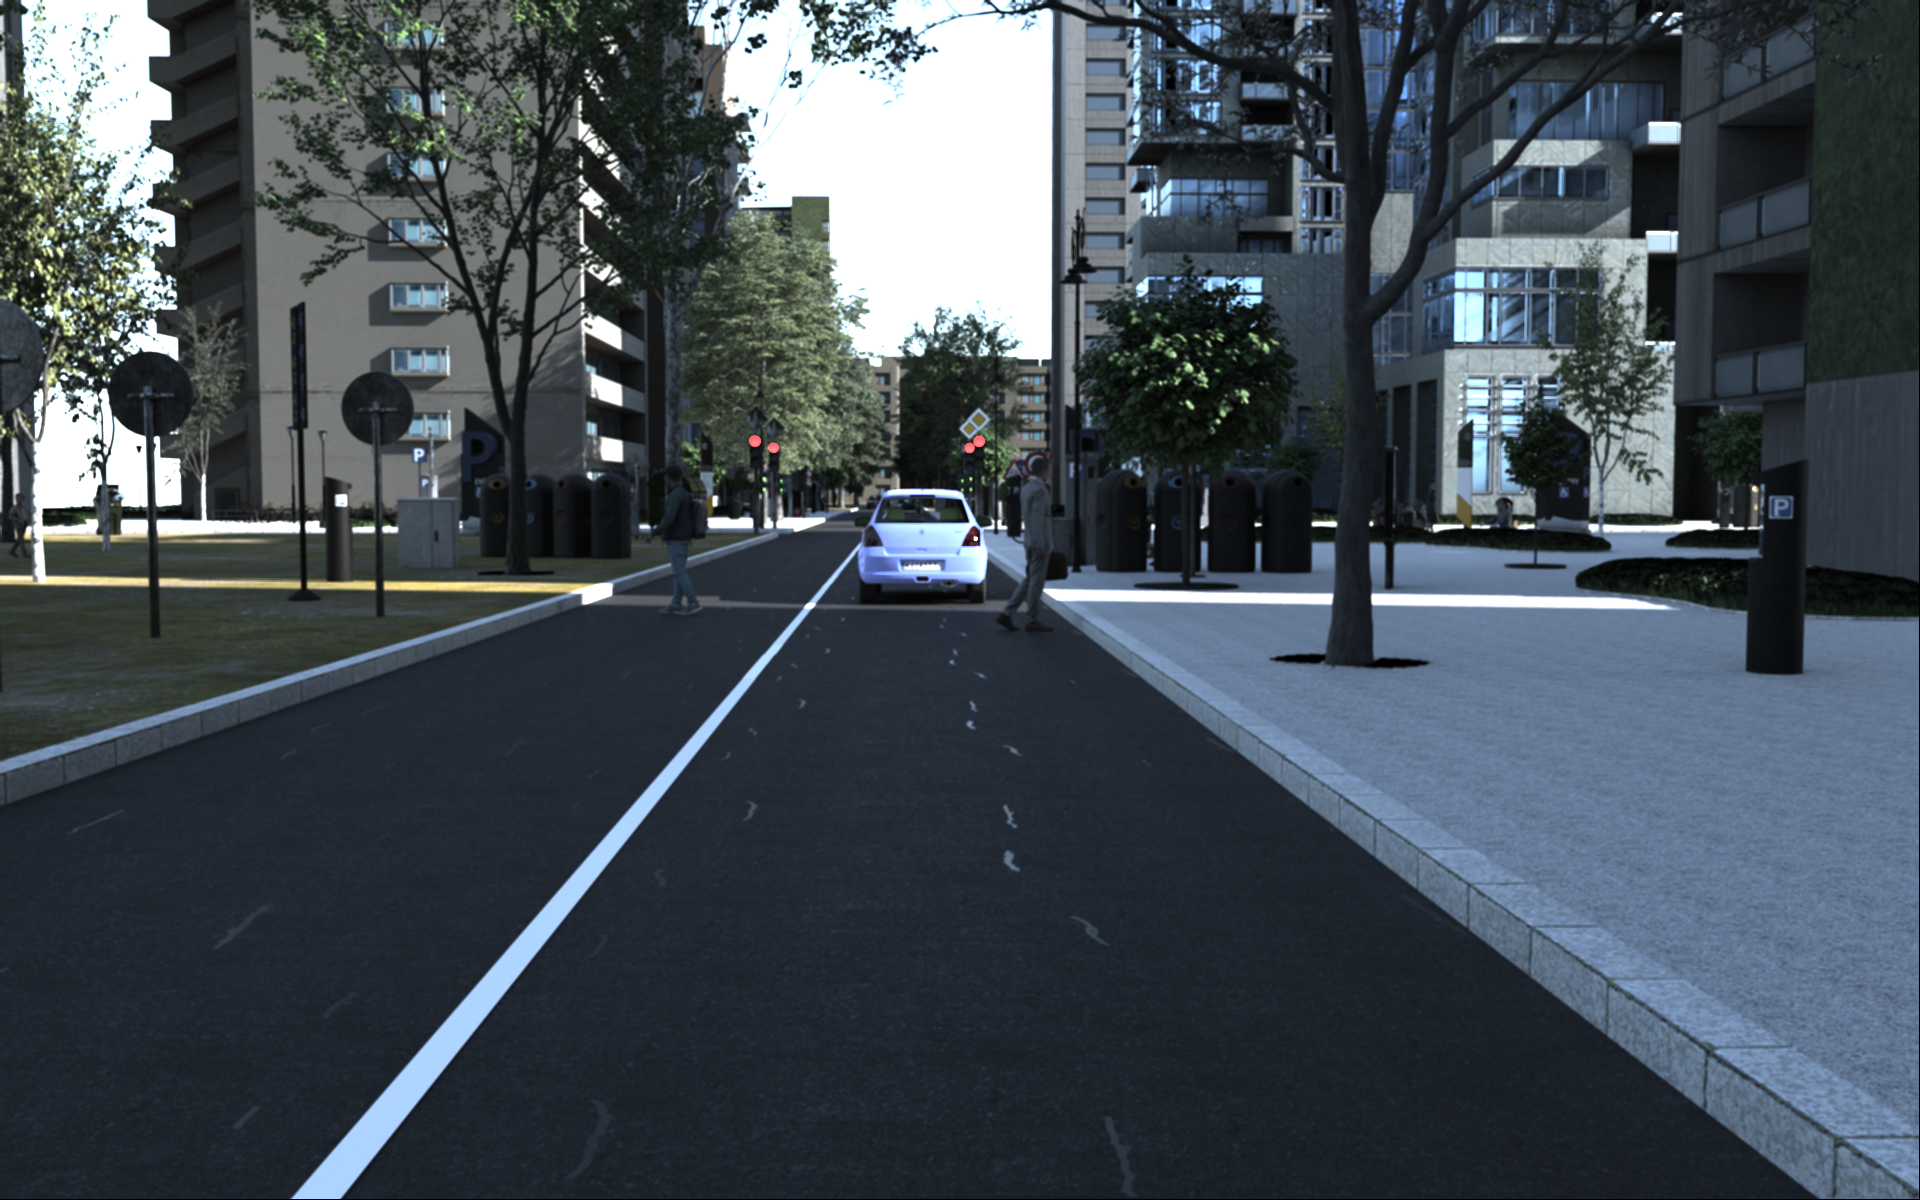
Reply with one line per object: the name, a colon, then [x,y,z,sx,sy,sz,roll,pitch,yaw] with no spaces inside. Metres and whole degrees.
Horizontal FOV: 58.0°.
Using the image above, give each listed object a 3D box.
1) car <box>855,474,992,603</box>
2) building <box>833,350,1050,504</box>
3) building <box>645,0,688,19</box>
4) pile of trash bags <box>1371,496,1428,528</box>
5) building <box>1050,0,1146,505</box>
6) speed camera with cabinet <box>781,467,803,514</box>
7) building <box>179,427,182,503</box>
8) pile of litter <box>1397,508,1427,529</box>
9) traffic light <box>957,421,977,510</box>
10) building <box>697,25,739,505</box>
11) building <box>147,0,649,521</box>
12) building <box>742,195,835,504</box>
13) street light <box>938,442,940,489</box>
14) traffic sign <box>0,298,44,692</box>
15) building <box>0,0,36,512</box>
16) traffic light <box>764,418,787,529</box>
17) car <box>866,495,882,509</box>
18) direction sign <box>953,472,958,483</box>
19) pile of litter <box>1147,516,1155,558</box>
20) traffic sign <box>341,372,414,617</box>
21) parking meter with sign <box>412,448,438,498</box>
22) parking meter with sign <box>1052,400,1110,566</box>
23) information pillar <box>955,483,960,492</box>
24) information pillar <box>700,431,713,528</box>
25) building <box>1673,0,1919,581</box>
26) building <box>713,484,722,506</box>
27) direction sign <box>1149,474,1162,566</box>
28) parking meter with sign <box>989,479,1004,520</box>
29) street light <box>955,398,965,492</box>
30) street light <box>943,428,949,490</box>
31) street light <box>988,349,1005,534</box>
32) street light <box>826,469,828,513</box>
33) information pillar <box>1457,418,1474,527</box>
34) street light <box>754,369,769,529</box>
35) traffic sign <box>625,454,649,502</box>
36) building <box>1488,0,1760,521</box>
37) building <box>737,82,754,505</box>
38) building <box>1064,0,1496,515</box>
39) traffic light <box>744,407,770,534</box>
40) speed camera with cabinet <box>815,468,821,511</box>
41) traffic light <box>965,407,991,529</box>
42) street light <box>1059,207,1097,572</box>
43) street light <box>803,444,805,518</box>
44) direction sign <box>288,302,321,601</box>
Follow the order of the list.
car: [-0.510,-0.883,24.026,1.945,1.707,3.694,0,4,-1]
building: [-3.172,-24.602,247.283,28.899,21.520,27.650,0,4,-2]
building: [-26.869,-28.868,122.104,14.600,45.320,14.200,0,4,-2]
pile of trash bags: [16.294,-3.444,66.060,1.912,1.369,3.447,-2,4,-33]
building: [19.242,-38.164,165.974,21.231,58.520,28.212,0,4,-2]
speed camera with cabinet: [-10.791,-7.116,110.682,0.660,3.252,2.038,2,4,29]
building: [-69.088,-53.623,189.405,31.000,86.520,22.319,0,4,-2]
pile of litter: [14.307,-2.508,54.972,1.719,0.858,1.176,0,4,8]
traffic light: [0.327,-4.601,64.154,0.839,4.253,0.868,0,4,-2]
building: [-29.298,-31.805,170.118,14.600,45.320,14.200,0,4,-2]
building: [-28.775,-28.555,90.575,21.300,48.544,21.600,0,4,-2]
building: [-24.428,-33.980,239.166,14.086,41.232,14.154,0,4,-2]
street light: [-1.666,-10.153,138.782,0.468,5.910,1.993,0,4,-2]
traffic sign: [-6.268,-0.677,11.175,0.768,2.556,0.104,0,4,7]
building: [-52.658,-24.139,78.271,14.086,41.232,14.154,0,4,-2]
traffic light: [-6.830,-4.586,63.903,0.839,4.253,0.868,0,4,-2]
car: [-7.989,-9.375,165.860,1.945,1.354,3.894,0,3,0]
direction sign: [-0.324,-8.261,127.056,0.379,3.537,0.876,-1,4,-21]
pile of litter: [3.610,-1.284,34.959,1.719,0.858,1.176,3,5,42]
traffic sign: [-6.063,-1.097,18.038,0.768,2.556,0.104,0,4,3]
parking meter with sign: [-20.246,-4.274,66.135,0.543,3.016,1.738,0,4,8]
parking meter with sign: [2.180,-2.150,31.414,0.543,3.016,1.738,2,4,25]
information pillar: [-0.146,-6.368,108.610,0.304,2.012,0.304,-1,4,-22]
information pillar: [-9.464,-4.482,64.637,0.504,3.616,0.183,-2,4,-35]
building: [19.285,-20.946,26.069,14.154,41.232,14.086,0,4,-2]
building: [-37.843,-28.076,150.922,32.217,40.220,23.993,0,4,-2]
direction sign: [3.587,-2.385,30.994,0.876,3.537,0.379,-2,4,-32]
parking meter with sign: [1.948,-5.391,84.404,0.543,3.016,1.738,3,4,38]
street light: [0.031,-6.783,83.683,0.468,5.910,1.993,0,4,-2]
street light: [-0.817,-8.489,111.575,0.468,5.910,1.993,0,4,-2]
street light: [1.155,-5.049,55.337,0.468,5.910,1.993,0,4,-2]
street light: [-9.084,-8.902,118.339,0.468,5.910,1.993,0,4,-2]
information pillar: [15.715,-3.822,53.847,0.504,3.616,0.183,3,5,44]
street light: [-7.336,-5.587,64.130,0.468,5.910,1.993,0,4,-2]
traffic sign: [-10.172,-3.332,54.590,0.768,2.556,0.104,0,4,5]
building: [36.680,-47.331,86.530,31.000,86.520,22.319,0,4,-2]
building: [-38.338,-34.911,190.397,30.456,49.044,23.786,0,4,-2]
building: [19.729,-49.147,116.218,22.319,86.520,31.000,0,4,-2]
traffic light: [-6.567,-4.098,55.922,0.839,4.253,0.868,0,4,-2]
speed camera with cabinet: [-10.696,-8.383,131.397,0.660,3.252,2.038,0,4,4]
traffic light: [0.590,-4.113,56.173,0.839,4.253,0.868,0,4,-2]
street light: [1.914,-3.394,28.286,0.468,5.910,1.993,0,4,-2]
street light: [-8.226,-7.241,91.177,0.468,5.910,1.993,0,4,-2]
direction sign: [-7.941,-1.766,20.869,0.379,3.537,0.876,-2,4,-30]
